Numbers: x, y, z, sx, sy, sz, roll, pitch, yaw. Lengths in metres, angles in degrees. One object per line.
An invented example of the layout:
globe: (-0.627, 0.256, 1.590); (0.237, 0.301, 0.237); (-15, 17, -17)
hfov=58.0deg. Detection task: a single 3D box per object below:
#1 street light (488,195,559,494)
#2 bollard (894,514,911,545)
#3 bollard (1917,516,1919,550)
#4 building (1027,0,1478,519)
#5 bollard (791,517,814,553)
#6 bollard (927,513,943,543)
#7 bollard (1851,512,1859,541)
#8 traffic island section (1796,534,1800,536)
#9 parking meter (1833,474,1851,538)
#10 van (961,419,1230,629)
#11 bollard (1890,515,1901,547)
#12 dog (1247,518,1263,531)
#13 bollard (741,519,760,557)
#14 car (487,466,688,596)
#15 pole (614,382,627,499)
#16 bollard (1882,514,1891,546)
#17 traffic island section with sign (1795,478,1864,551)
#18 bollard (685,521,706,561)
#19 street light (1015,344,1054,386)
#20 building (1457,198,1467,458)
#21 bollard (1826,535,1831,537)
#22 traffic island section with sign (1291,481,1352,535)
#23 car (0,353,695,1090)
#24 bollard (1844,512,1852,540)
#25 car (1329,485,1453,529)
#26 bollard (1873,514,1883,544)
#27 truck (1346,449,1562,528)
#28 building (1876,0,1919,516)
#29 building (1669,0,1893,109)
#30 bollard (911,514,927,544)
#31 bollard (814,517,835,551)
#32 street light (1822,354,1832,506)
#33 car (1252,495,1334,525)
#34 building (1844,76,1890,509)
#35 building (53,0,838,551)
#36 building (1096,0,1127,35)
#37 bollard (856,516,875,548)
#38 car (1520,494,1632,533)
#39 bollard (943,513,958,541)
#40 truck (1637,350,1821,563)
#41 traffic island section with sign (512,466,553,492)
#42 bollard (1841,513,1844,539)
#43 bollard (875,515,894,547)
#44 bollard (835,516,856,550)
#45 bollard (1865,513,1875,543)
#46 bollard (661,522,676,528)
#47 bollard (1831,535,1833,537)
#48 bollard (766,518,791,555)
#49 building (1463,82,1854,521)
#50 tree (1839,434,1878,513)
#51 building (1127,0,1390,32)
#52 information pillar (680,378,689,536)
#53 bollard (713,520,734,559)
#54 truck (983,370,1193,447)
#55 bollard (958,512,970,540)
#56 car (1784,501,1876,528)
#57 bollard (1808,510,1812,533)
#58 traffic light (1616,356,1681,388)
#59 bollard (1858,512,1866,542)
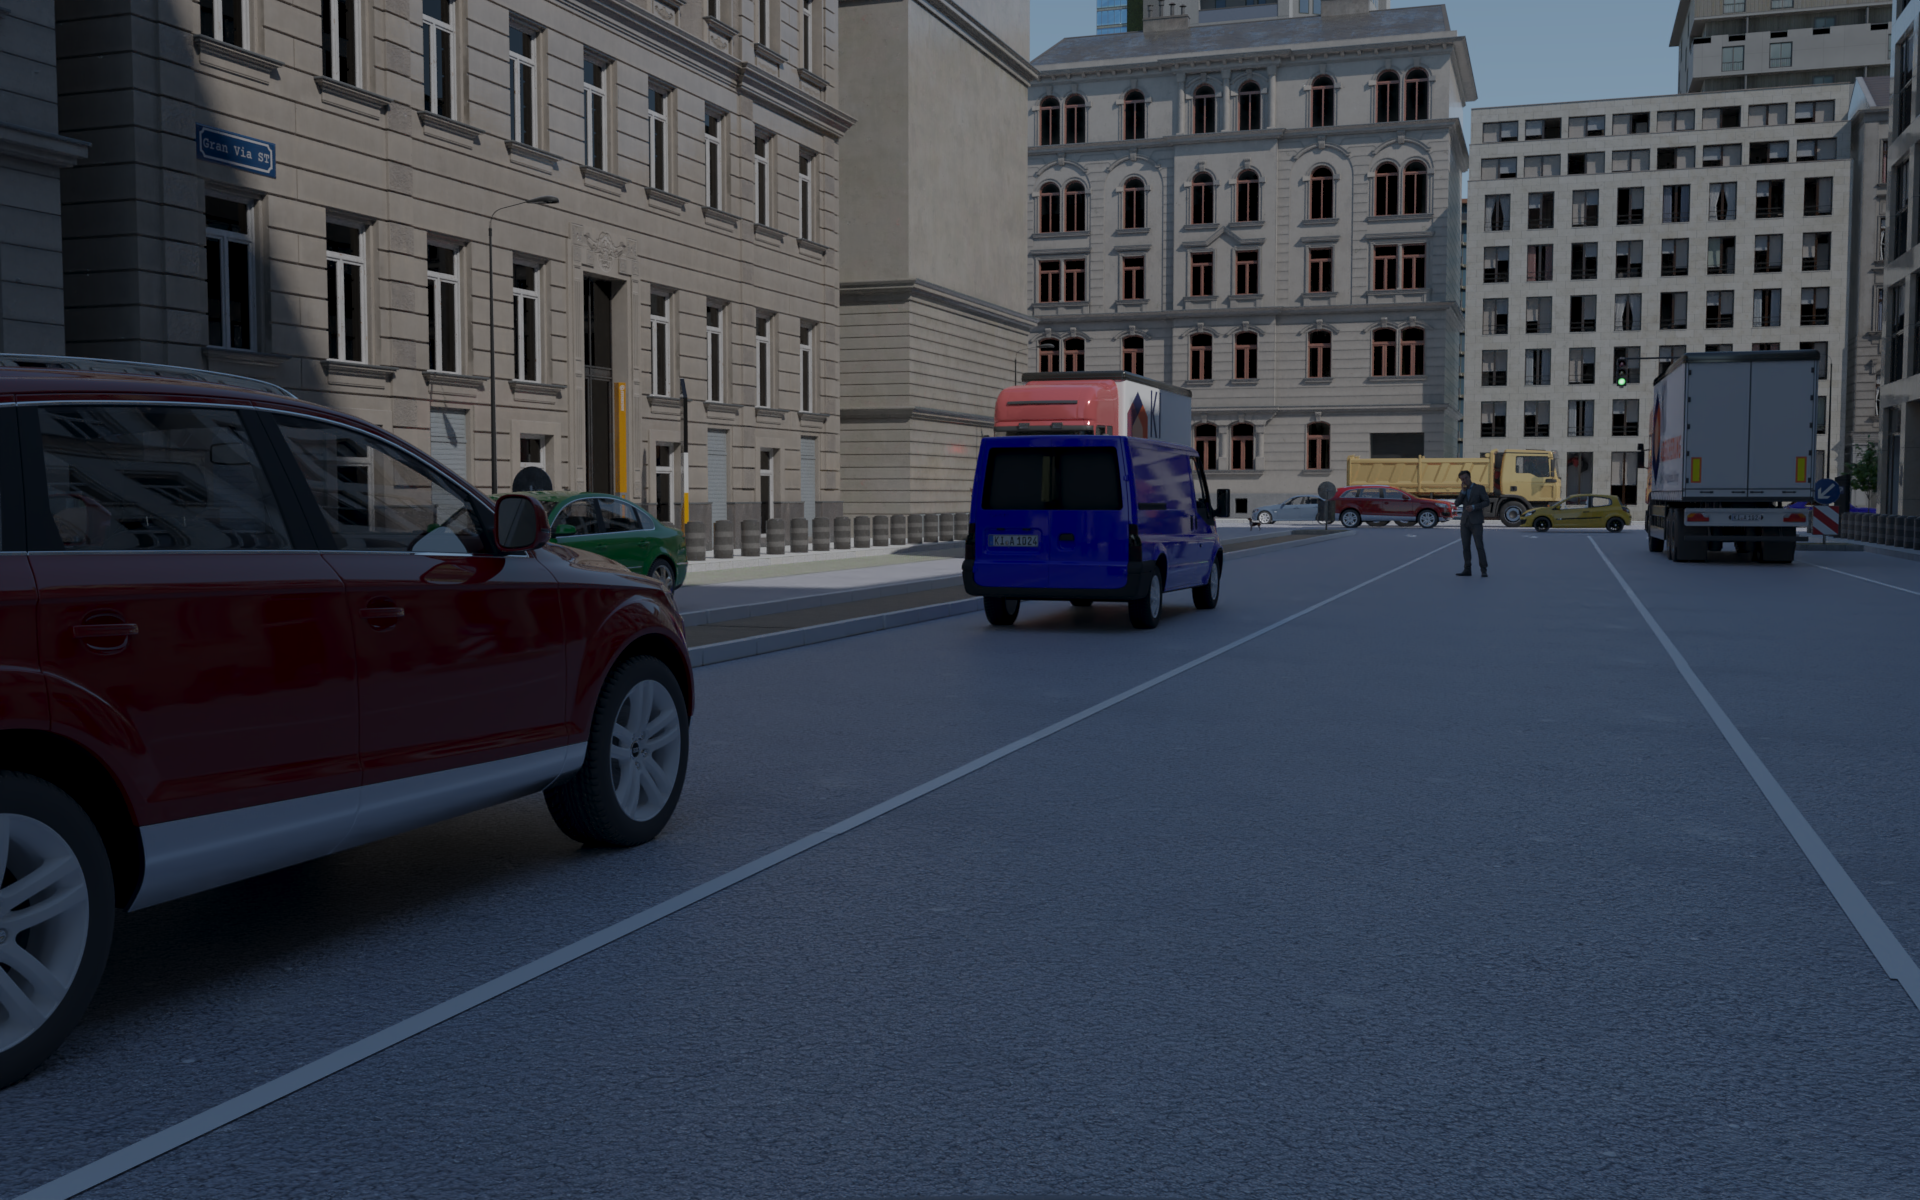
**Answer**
street light: (-6.892, -3.347, 27.261); (1.470, 5.913, 1.316); (1, 4, 19)
bollard: (-1.562, -1.766, 43.592); (0.404, 0.777, 0.398); (0, 3, 0)
bollard: (22.449, -1.593, 40.763); (0.404, 0.777, 0.398); (0, 3, 0)
building: (15.656, -18.812, 94.973); (23.554, 28.519, 14.401); (1, 4, 19)
bollard: (-3.519, -1.418, 37.901); (0.404, 0.777, 0.398); (0, 3, 0)
bollard: (-0.772, -1.905, 45.869); (0.404, 0.777, 0.398); (0, 3, 0)
bollard: (24.813, -2.012, 47.606); (0.404, 0.777, 0.398); (0, 3, 0)
traffic island section: (26.123, -2.095, 56.532); (2.009, 0.180, 2.903); (1, 4, 19)
parking meter: (25.697, -2.739, 50.495); (0.255, 1.863, 0.399); (-3, 4, -36)
van: (1.752, -0.970, 20.236); (2.240, 2.365, 5.245); (1, 4, 19)
bollard: (22.843, -1.663, 41.904); (0.404, 0.777, 0.398); (0, 3, 0)
dog: (11.556, -2.965, 67.773); (0.406, 0.507, 0.540); (3, 5, 45)
bollard: (-4.309, -1.279, 35.623); (0.404, 0.777, 0.398); (0, 3, 0)
car: (-4.877, -0.675, 19.826); (1.959, 1.807, 4.718); (1, 4, 21)
pole: (-6.219, -2.319, 31.762); (0.158, 3.312, 0.155); (0, 3, 0)
bollard: (23.236, -1.732, 43.043); (0.404, 0.777, 0.398); (0, 3, 0)
traffic island section with sign: (22.000, -2.193, 44.484); (1.989, 1.847, 2.006); (1, 4, 19)
bollard: (-5.097, -1.139, 33.340); (0.404, 0.777, 0.398); (0, 3, 0)
street light: (2.241, -4.978, 53.925); (1.470, 5.913, 1.316); (1, 4, 19)
building: (61.500, -36.482, 251.098); (28.867, 44.769, 22.147); (1, 4, 19)
bollard: (26.384, -2.290, 52.165); (0.404, 0.777, 0.398); (0, 3, 0)
traffic island section with sign: (12.899, -3.254, 61.336); (2.006, 1.907, 1.989); (1, 4, 19)
car: (-2.750, 0.175, 5.817); (2.281, 1.827, 5.304); (1, 4, 19)
bollard: (25.208, -2.081, 48.741); (0.404, 0.777, 0.398); (0, 3, 0)
car: (18.119, -3.948, 73.228); (5.304, 1.827, 2.281); (1, 4, 18)
bollard: (23.636, -1.803, 44.198); (0.404, 0.777, 0.398); (0, 3, 0)
truck: (21.964, -4.872, 75.579); (9.791, 3.379, 3.469); (1, 4, 18)
building: (32.473, -14.083, 34.773); (19.350, 26.468, 34.151); (1, 4, 19)
building: (85.941, -35.617, 171.579); (28.713, 52.752, 27.495); (1, 4, 19)
bollard: (-1.164, -1.835, 44.725); (0.404, 0.777, 0.398); (0, 3, 0)
bollard: (-3.132, -1.488, 39.039); (0.404, 0.777, 0.398); (0, 3, 0)
street light: (27.471, -5.101, 55.945); (1.470, 5.913, 1.316); (1, 4, 19)
car: (16.099, -4.291, 82.152); (4.499, 1.417, 2.014); (1, 4, 21)
building: (50.553, -14.112, 79.888); (18.267, 20.994, 9.793); (1, 4, 19)
building: (-12.406, -14.598, 35.937); (12.463, 27.353, 25.104); (1, 4, 19)
building: (33.091, -57.894, 259.244); (31.000, 86.520, 22.319); (1, 4, 19)
bollard: (-2.340, -1.627, 41.314); (0.404, 0.777, 0.398); (0, 3, 0)
car: (23.124, -3.355, 65.083); (3.980, 1.641, 2.015); (1, 4, 18)
bollard: (-0.373, -1.976, 47.023); (0.404, 0.777, 0.398); (0, 3, 0)
truck: (17.169, -3.081, 39.287); (2.839, 4.237, 11.283); (1, 4, 18)
traffic island section with sign: (-6.231, -0.936, 23.934); (1.989, 1.847, 2.006); (1, 4, 19)
bollard: (25.596, -2.151, 49.879); (0.404, 0.777, 0.398); (0, 3, 0)
bollard: (-1.949, -1.696, 42.450); (0.404, 0.777, 0.398); (0, 3, 0)
bollard: (-2.732, -1.557, 40.178); (0.404, 0.777, 0.398); (0, 3, 0)
bollard: (24.026, -1.873, 45.334); (0.404, 0.777, 0.398); (0, 3, 0)
bollard: (-5.486, -1.069, 32.203); (0.404, 0.777, 0.398); (0, 3, 0)
bollard: (25.992, -2.221, 51.027); (0.404, 0.777, 0.398); (0, 3, 0)
bollard: (-3.916, -1.349, 36.767); (0.404, 0.777, 0.398); (0, 3, 0)
building: (34.249, -14.174, 86.493); (16.860, 20.320, 10.420); (1, 4, 19)
tree: (29.183, -3.734, 55.658); (1.663, 3.219, 1.824); (0, 3, 0)
building: (29.061, -38.211, 166.747); (21.231, 58.520, 28.212); (1, 4, 19)
information pillar: (-5.559, -2.665, 34.930); (0.183, 3.616, 0.504); (-1, 4, -17)
bollard: (-4.709, -1.209, 34.477); (0.404, 0.777, 0.398); (0, 3, 0)
truck: (3.298, -3.233, 41.772); (2.839, 4.237, 11.283); (1, 4, 19)
bollard: (0.023, -2.045, 48.158); (0.404, 0.777, 0.398); (0, 3, 0)
car: (37.181, -3.742, 73.766); (3.894, 1.354, 1.945); (1, 4, 17)
bollard: (27.567, -2.500, 55.590); (0.404, 0.777, 0.398); (0, 3, 0)
traffic light: (24.082, -5.034, 56.974); (4.771, 5.953, 1.251); (1, 4, 19)
bollard: (24.418, -1.942, 46.471); (0.404, 0.777, 0.398); (0, 3, 0)
